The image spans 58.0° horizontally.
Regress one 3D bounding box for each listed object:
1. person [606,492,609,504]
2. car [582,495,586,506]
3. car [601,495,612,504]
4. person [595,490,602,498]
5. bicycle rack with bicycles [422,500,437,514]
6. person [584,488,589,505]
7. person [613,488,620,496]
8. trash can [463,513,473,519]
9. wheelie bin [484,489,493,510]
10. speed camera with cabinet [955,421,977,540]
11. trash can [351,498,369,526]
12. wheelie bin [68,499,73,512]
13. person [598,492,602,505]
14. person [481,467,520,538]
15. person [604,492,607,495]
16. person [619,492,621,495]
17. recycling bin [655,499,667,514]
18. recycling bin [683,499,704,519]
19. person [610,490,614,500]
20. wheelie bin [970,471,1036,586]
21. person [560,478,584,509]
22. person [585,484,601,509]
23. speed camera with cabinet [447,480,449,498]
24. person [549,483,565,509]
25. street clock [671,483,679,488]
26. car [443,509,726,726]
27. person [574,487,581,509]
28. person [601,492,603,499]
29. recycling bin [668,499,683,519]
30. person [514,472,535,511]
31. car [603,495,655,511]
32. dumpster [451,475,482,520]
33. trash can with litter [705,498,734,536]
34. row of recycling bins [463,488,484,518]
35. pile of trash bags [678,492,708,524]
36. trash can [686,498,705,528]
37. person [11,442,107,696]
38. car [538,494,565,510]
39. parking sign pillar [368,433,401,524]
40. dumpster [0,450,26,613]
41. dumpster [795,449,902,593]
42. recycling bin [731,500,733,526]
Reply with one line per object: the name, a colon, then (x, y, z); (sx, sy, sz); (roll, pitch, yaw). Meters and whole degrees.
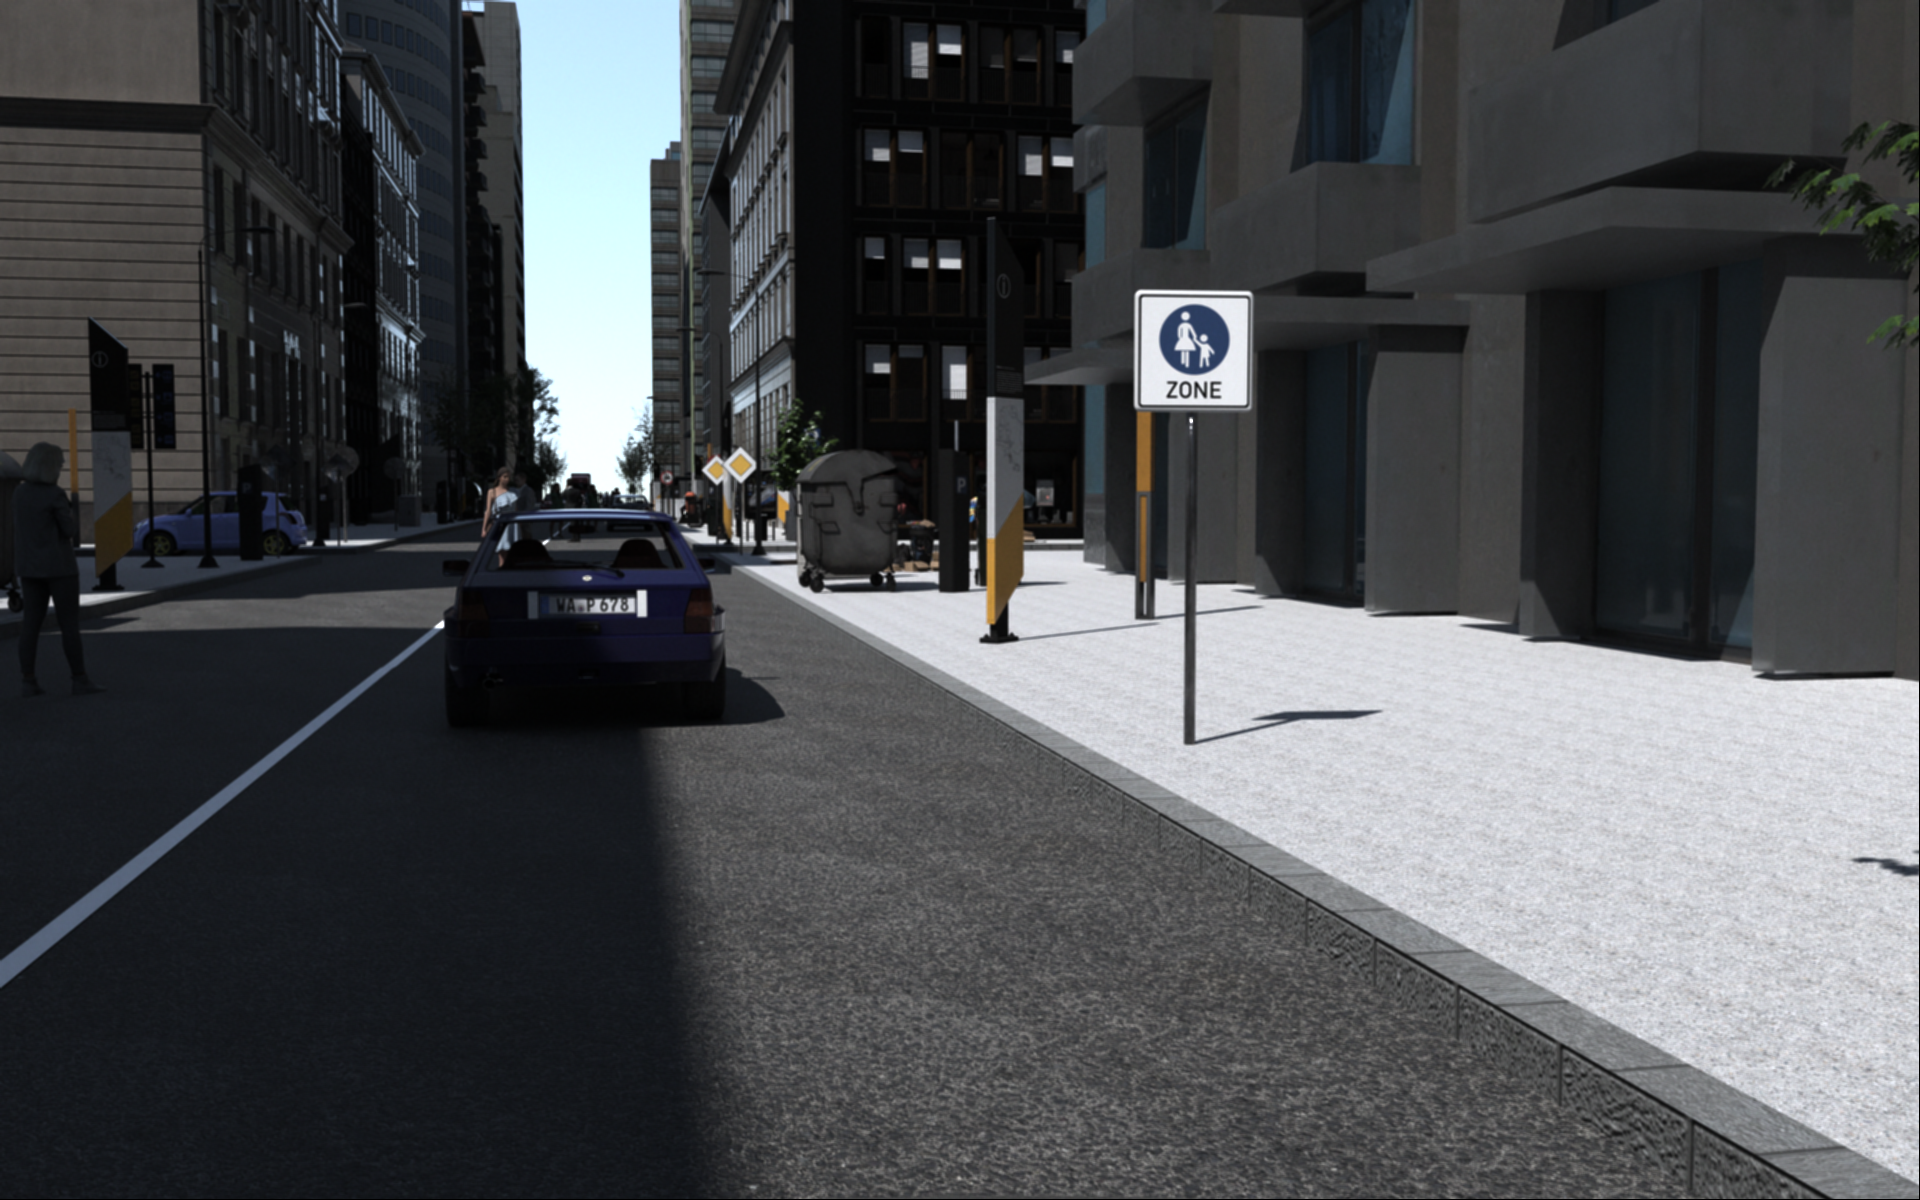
person: (-43.961, -12.622, 215.580); (0.721, 1.736, 1.217); (0, 4, -2)
car: (-46.000, -11.988, 208.362); (2.083, 1.381, 4.827); (-1, 4, -12)
car: (-49.190, -14.055, 242.160); (2.083, 1.381, 4.827); (-1, 4, -11)
person: (-36.129, -9.999, 171.990); (1.348, 1.824, 0.705); (0, 4, 7)
bicycle rack with bicycles: (-34.713, -6.075, 112.716); (2.852, 0.926, 2.925); (-2, 4, -34)
person: (-24.836, -6.556, 115.552); (0.638, 1.841, 0.748); (2, 4, 28)
person: (-21.348, -6.069, 107.699); (0.573, 1.828, 0.580); (-3, 5, -44)
trash can: (-25.266, -4.718, 88.785); (0.748, 1.137, 0.748); (0, 3, 0)
wheelie bin: (-28.521, -5.973, 105.573); (0.980, 1.594, 0.693); (-2, 4, -27)
speed camera with cabinet: (0.495, -3.226, 47.087); (2.038, 3.252, 0.660); (-1, 4, -20)
trash can: (-24.382, -3.594, 70.419); (0.748, 1.137, 0.748); (0, 3, 0)
wheelie bin: (-15.064, -1.268, 28.642); (0.693, 1.594, 0.980); (-2, 4, -30)
person: (-49.072, -13.847, 235.609); (1.217, 1.736, 0.721); (3, 4, 36)
person: (-6.460, -0.968, 24.427); (0.616, 1.811, 0.778); (-2, 4, -28)
person: (-54.641, -15.809, 266.960); (1.348, 1.826, 0.705); (0, 4, 8)
person: (-44.245, -13.178, 224.756); (0.445, 1.727, 0.742); (-2, 4, -30)
recycling bin: (-16.643, -5.164, 96.978); (0.722, 1.027, 0.722); (0, 4, 7)
recycling bin: (-13.814, -4.752, 90.244); (0.722, 1.027, 0.722); (1, 4, 14)
person: (-29.109, -8.344, 145.639); (0.721, 1.735, 1.217); (2, 4, 23)
wheelie bin: (0.572, -0.996, 24.200); (0.980, 1.594, 0.693); (0, 4, -3)
person: (-11.566, -2.675, 51.593); (0.474, 1.900, 0.648); (3, 4, 38)
person: (-13.742, -3.427, 64.773); (0.529, 1.795, 0.600); (3, 5, 40)
speed camera with cabinet: (-31.846, -7.096, 110.352); (2.038, 3.252, 0.660); (-3, 5, -44)
person: (-12.964, -2.869, 55.663); (0.529, 1.795, 0.600); (2, 4, 34)
street clock: (-18.172, -6.478, 110.485); (0.471, 2.002, 0.358); (-2, 4, -31)
car: (-2.649, 0.025, 12.173); (1.945, 1.354, 3.894); (-1, 4, -13)
person: (-22.304, -5.631, 100.549); (0.794, 1.824, 0.713); (-2, 4, -23)
person: (-53.883, -15.345, 259.925); (0.750, 1.759, 0.617); (2, 4, 28)
recycling bin: (-15.070, -4.913, 92.888); (0.722, 1.027, 0.722); (0, 4, 8)
person: (-7.551, -1.307, 29.984); (0.853, 1.813, 0.709); (-3, 5, -40)
car: (-12.984, -3.423, 67.976); (2.014, 1.417, 4.499); (-1, 4, -12)
dumpster: (-24.823, -5.161, 86.868); (1.502, 2.255, 1.985); (-1, 4, -12)
trash can with litter: (-7.246, -2.518, 52.551); (0.624, 1.170, 1.055); (-3, 5, -44)
row of recycling bins: (-26.063, -5.242, 92.822); (1.069, 1.692, 3.534); (-1, 4, -21)
pile of trash bags: (-11.288, -3.974, 74.732); (1.912, 1.369, 3.447); (0, 4, 3)
trash can: (-10.063, -3.318, 65.905); (0.748, 1.137, 0.748); (0, 3, 0)
person: (-6.530, -0.230, 12.446); (0.537, 1.800, 0.526); (2, 4, 28)
car: (-26.033, -6.276, 111.648); (2.155, 1.783, 4.494); (-1, 4, -10)
parking sign pillar: (-25.151, -5.331, 75.633); (1.447, 3.967, 1.447); (-3, 4, -38)
dumpster: (-10.579, -0.744, 17.925); (1.264, 1.857, 1.865); (-1, 4, -12)
dumpster: (-1.493, -1.068, 23.220); (1.264, 1.857, 1.865); (-1, 4, -11)
recycling bin: (-9.483, -3.428, 68.605); (0.722, 1.027, 0.722); (3, 5, 43)
